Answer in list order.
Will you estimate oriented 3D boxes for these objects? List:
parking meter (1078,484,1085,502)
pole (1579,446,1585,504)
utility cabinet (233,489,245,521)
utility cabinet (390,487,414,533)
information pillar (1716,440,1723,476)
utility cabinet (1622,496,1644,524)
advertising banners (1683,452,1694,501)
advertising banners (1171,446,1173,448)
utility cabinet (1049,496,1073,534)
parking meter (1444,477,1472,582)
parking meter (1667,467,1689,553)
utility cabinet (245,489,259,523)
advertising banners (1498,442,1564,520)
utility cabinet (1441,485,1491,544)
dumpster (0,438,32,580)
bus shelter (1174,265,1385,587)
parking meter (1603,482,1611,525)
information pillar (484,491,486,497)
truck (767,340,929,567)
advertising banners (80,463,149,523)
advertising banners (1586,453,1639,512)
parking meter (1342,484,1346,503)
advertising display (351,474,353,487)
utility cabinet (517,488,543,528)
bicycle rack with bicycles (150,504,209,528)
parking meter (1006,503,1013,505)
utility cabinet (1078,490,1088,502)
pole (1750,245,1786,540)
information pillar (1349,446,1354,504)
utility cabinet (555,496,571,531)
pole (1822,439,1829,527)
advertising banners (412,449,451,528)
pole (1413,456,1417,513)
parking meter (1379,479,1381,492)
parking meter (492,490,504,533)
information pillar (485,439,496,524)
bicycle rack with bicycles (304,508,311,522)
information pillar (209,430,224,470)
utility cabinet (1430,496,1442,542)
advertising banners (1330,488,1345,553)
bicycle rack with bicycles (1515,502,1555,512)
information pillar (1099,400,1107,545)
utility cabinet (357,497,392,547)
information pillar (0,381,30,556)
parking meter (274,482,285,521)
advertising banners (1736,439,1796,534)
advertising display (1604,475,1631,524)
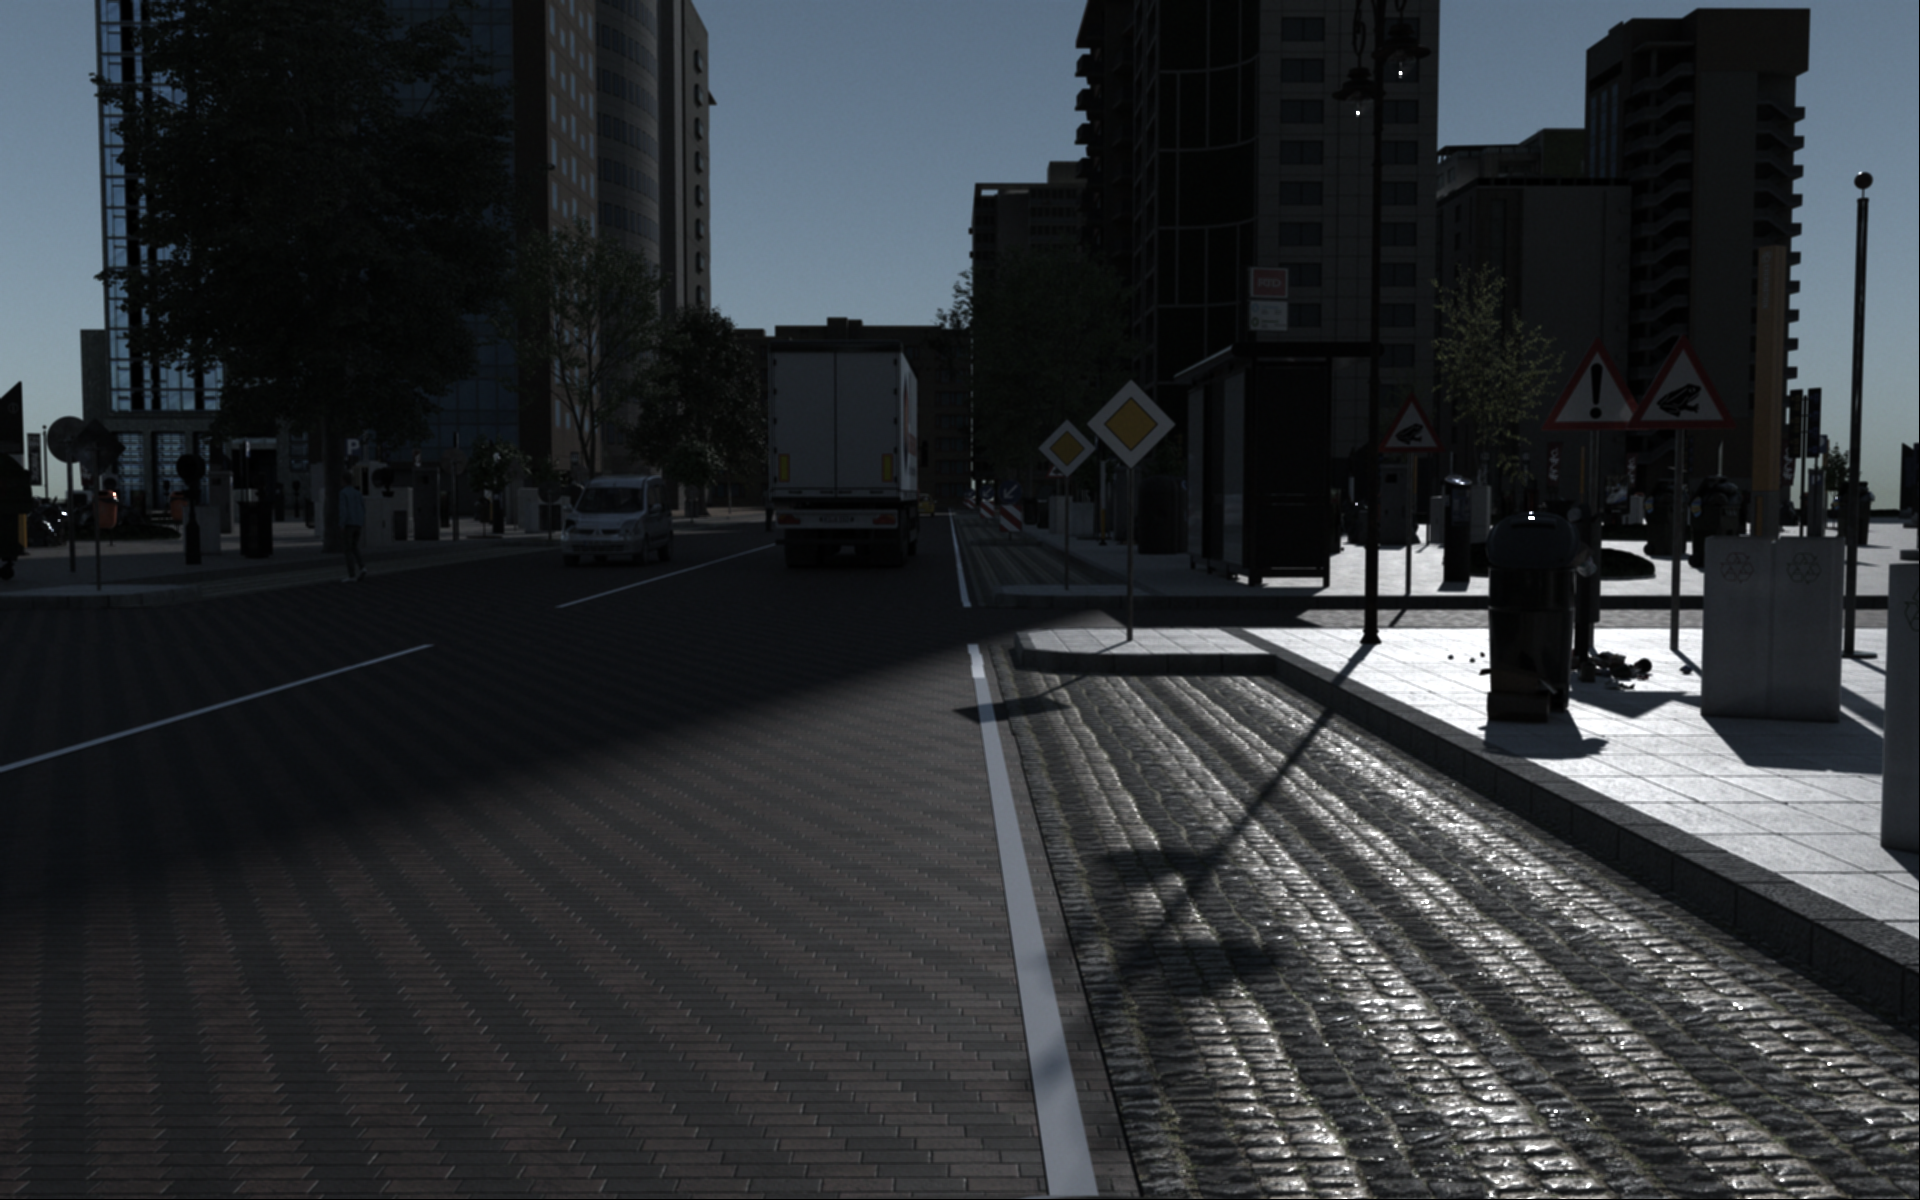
[{"bbox_3d":[5.438,-4.383,77.369,0.255,1.863,0.399,0,4,-3],"label":"parking meter"},{"bbox_3d":[26.457,-4.882,73.671,0.158,3.312,0.155,0,3,0],"label":"pole"},{"bbox_3d":[-33.075,-4.355,79.880,1.173,1.500,0.318,3,4,38],"label":"utility cabinet"},{"bbox_3d":[-18.336,-2.904,56.165,1.173,1.500,0.318,1,4,13],"label":"utility cabinet"},{"bbox_3d":[32.678,-5.090,74.579,0.183,3.616,0.504,3,5,40],"label":"information pillar"},{"bbox_3d":[24.200,-3.146,62.595,0.306,1.237,1.020,-2,4,-27],"label":"utility cabinet"},{"bbox_3d":[30.186,-4.633,71.930,0.090,3.025,2.074,1,4,9],"label":"advertising banners"},{"bbox_3d":[7.276,-4.099,63.205,2.074,3.025,0.090,-2,4,-34],"label":"advertising banners"},{"bbox_3d":[3.223,-2.714,55.535,0.306,1.237,1.020,2,4,35],"label":"utility cabinet"},{"bbox_3d":[7.303,-1.040,25.421,0.372,1.533,0.369,0,3,0],"label":"parking meter"},{"bbox_3d":[15.527,-1.944,37.491,0.255,1.863,0.399,-2,4,-30],"label":"parking meter"},{"bbox_3d":[-29.420,-3.880,72.114,0.318,1.500,1.173,-2,4,-29],"label":"utility cabinet"},{"bbox_3d":[19.282,-3.813,58.527,2.074,3.025,0.090,2,4,27],"label":"advertising banners"},{"bbox_3d":[12.760,-2.140,43.673,1.173,1.500,0.318,3,4,37],"label":"utility cabinet"},{"bbox_3d":[-14.653,-1.378,25.030,1.502,2.255,1.985,0,4,0],"label":"dumpster"},{"bbox_3d":[4.761,-3.088,28.129,2.179,5.291,8.768,0,4,-1],"label":"bus shelter"},{"bbox_3d":[26.435,-3.971,70.635,0.255,1.863,0.399,0,4,4],"label":"parking meter"},{"bbox_3d":[-21.944,-5.449,80.443,0.183,3.616,0.504,2,4,27],"label":"information pillar"},{"bbox_3d":[-2.215,-2.951,37.171,2.839,4.237,11.283,0,4,1],"label":"truck"},{"bbox_3d":[-27.236,-3.639,55.681,2.074,3.025,0.090,-2,4,-32],"label":"advertising banners"},{"bbox_3d":[27.623,-4.719,73.351,2.074,3.025,0.090,1,4,15],"label":"advertising banners"},{"bbox_3d":[20.142,-5.167,90.188,0.399,1.863,0.255,-1,4,-14],"label":"parking meter"},{"bbox_3d":[-17.399,-2.789,50.820,0.974,1.923,0.123,1,4,19],"label":"advertising display"},{"bbox_3d":[-15.933,-3.398,64.243,1.173,1.500,0.318,3,4,37],"label":"utility cabinet"},{"bbox_3d":[-29.086,-3.190,65.535,2.852,0.926,2.925,0,4,5],"label":"bicycle rack with bicycles"},{"bbox_3d":[2.503,-4.877,88.154,0.372,1.533,0.369,0,3,0],"label":"parking meter"},{"bbox_3d":[7.075,-5.352,96.177,1.173,1.500,0.318,3,5,44],"label":"utility cabinet"},{"bbox_3d":[6.682,-1.254,14.344,0.158,3.312,0.155,0,3,0],"label":"pole"},{"bbox_3d":[19.309,-5.753,85.419,0.183,3.616,0.504,0,4,-6],"label":"information pillar"},{"bbox_3d":[-14.050,-3.046,60.960,0.306,1.237,1.020,-3,4,-38],"label":"utility cabinet"},{"bbox_3d":[32.324,-4.335,64.721,0.158,3.312,0.155,0,3,0],"label":"pole"},{"bbox_3d":[-20.330,-4.305,66.578,2.074,3.025,0.090,2,4,32],"label":"advertising banners"},{"bbox_3d":[24.090,-5.987,91.727,0.158,3.312,0.155,0,3,0],"label":"pole"},{"bbox_3d":[14.833,-3.353,60.538,0.255,1.863,0.399,-1,4,-15],"label":"parking meter"},{"bbox_3d":[-15.098,-2.948,56.608,0.372,1.533,0.369,0,3,0],"label":"parking meter"},{"bbox_3d":[-20.008,-5.066,74.187,0.183,3.616,0.504,0,4,6],"label":"information pillar"},{"bbox_3d":[-29.222,-4.093,80.308,2.852,0.926,2.925,-2,4,-28],"label":"bicycle rack with bicycles"},{"bbox_3d":[-26.808,-4.352,62.518,0.504,3.616,0.183,0,4,3],"label":"information pillar"},{"bbox_3d":[12.969,-2.179,46.793,0.306,1.237,1.020,0,4,-1],"label":"utility cabinet"},{"bbox_3d":[7.533,-2.501,37.087,2.074,3.025,0.090,-3,4,-38],"label":"advertising banners"},{"bbox_3d":[31.430,-4.995,95.047,2.852,0.926,2.925,-2,4,-31],"label":"bicycle rack with bicycles"},{"bbox_3d":[3.580,-3.182,43.378,0.183,3.616,0.504,0,4,0],"label":"information pillar"},{"bbox_3d":[-14.235,-1.892,42.089,0.306,1.237,1.020,1,4,20],"label":"utility cabinet"},{"bbox_3d":[-19.736,-2.736,36.092,0.504,3.616,0.183,0,4,1],"label":"information pillar"},{"bbox_3d":[-32.053,-4.641,81.599,0.399,1.863,0.255,0,4,2],"label":"parking meter"},{"bbox_3d":[25.752,-3.628,55.512,2.074,3.025,0.090,3,5,43],"label":"advertising banners"},{"bbox_3d":[21.997,-3.227,57.977,0.123,1.923,0.974,-2,4,-28],"label":"advertising display"}]
